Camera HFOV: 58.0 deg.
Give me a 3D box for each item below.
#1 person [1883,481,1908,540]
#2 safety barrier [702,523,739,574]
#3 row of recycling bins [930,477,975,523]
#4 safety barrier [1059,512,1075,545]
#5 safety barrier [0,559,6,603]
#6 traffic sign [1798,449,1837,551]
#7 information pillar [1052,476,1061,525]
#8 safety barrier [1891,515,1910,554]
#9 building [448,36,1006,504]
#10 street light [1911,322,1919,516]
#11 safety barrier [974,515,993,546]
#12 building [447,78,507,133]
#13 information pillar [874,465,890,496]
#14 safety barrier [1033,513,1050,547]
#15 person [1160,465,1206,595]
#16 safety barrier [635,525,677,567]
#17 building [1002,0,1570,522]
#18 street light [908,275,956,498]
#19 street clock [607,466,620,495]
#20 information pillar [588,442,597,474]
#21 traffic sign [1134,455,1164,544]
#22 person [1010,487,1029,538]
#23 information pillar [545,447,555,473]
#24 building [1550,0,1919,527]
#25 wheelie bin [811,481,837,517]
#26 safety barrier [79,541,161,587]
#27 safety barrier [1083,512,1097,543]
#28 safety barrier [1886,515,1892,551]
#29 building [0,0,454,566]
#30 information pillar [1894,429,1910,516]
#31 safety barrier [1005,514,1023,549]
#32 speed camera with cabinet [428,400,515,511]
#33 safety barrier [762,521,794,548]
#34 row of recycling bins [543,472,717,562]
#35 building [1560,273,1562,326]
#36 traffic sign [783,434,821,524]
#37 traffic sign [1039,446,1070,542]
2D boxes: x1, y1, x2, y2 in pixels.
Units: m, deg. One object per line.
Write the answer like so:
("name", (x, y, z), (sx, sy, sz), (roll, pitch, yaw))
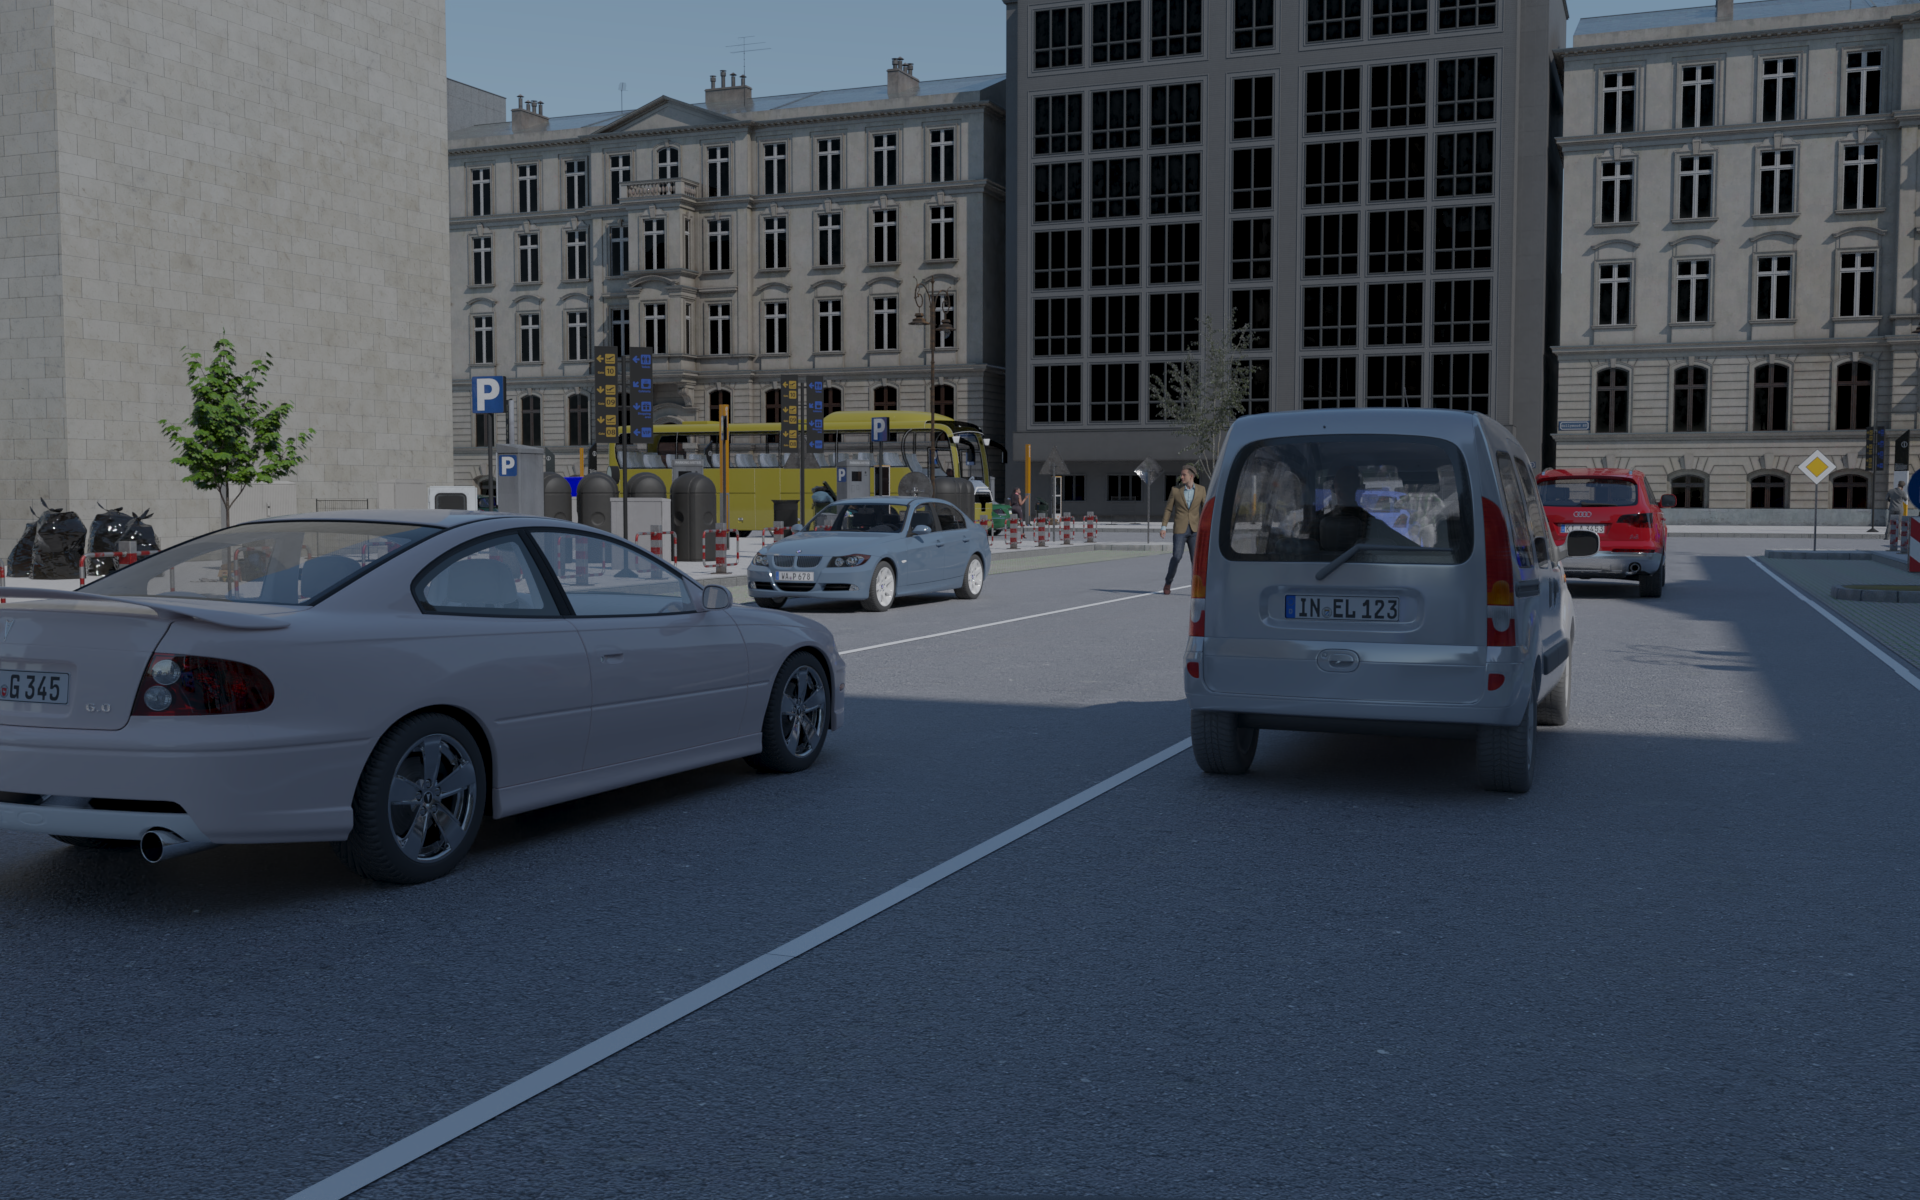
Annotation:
("person", (29.208, -2.799, 54.068), (0.655, 1.846, 0.447), (3, 5, 42))
("safety barrier", (-3.824, -0.822, 27.721), (0.300, 0.817, 1.120), (1, 4, 22))
("row of recycling bins", (-0.193, -2.172, 42.626), (1.069, 1.692, 3.534), (0, 4, 8))
("safety barrier", (2.702, -1.803, 43.759), (0.300, 0.817, 1.120), (1, 4, 22))
("safety barrier", (-8.905, -0.059, 15.247), (0.300, 0.817, 1.120), (1, 4, 22))
("traffic sign", (19.222, -2.156, 38.896), (0.795, 2.450, 0.064), (1, 4, 22))
("information pillar", (4.024, -4.141, 72.197), (0.304, 2.012, 0.304), (-2, 4, -24))
("safety barrier", (20.181, -1.389, 36.980), (0.300, 0.817, 1.120), (1, 4, 22))
("building", (-12.621, -16.721, 92.466), (34.723, 24.649, 14.460), (1, 4, 22))
("street light", (20.746, -3.942, 37.232), (0.468, 5.910, 1.993), (1, 4, 22))
("safety barrier", (0.527, -1.476, 38.407), (0.300, 0.817, 1.120), (1, 4, 22))
("building", (-38.460, -17.363, 101.904), (19.932, 24.808, 12.078), (1, 4, 22))
("information pillar", (-2.003, -2.449, 44.541), (0.304, 2.012, 0.304), (-3, 5, -40))
("safety barrier", (1.981, -1.694, 41.973), (0.300, 0.817, 1.120), (1, 4, 22))
("person", (3.153, -0.979, 24.416), (0.656, 1.842, 0.836), (-2, 4, -34))
("safety barrier", (-4.547, -0.713, 25.940), (0.300, 0.817, 1.120), (1, 4, 22))
("building", (15.195, -17.580, 80.936), (24.014, 27.812, 14.314), (1, 4, 22))
("street light", (-0.578, -3.912, 36.746), (0.468, 5.910, 1.993), (1, 4, 22))
("street clock", (-8.905, -2.443, 44.518), (0.358, 2.002, 0.471), (-2, 4, -27))
("information pillar", (-16.215, -5.209, 76.516), (0.183, 3.616, 0.504), (2, 4, 35))
("traffic sign", (4.875, -2.513, 44.737), (0.795, 2.450, 0.064), (1, 4, 22))
("person", (1.911, -2.813, 55.960), (0.593, 1.643, 0.415), (0, 4, -2))
("information pillar", (-20.386, -5.798, 86.152), (0.504, 3.616, 0.183), (-2, 4, -34))
("building", (42.529, -15.365, 70.306), (34.723, 24.649, 14.460), (1, 4, 22))
("wheelie bin", (-3.270, -2.084, 41.988), (0.693, 1.594, 0.980), (-1, 4, -10))
("safety barrier", (-8.177, -0.169, 17.034), (0.300, 0.817, 1.120), (1, 4, 22))
("safety barrier", (3.426, -1.912, 45.534), (0.300, 0.817, 1.120), (1, 4, 22))
("safety barrier", (20.908, -1.498, 38.765), (0.300, 0.817, 1.120), (1, 4, 22))
("building", (-21.405, -11.191, 37.728), (16.860, 20.320, 10.420), (1, 4, 22))
("information pillar", (33.982, -4.352, 62.504), (0.183, 3.616, 0.504), (-3, 4, -39))
("safety barrier", (1.246, -1.585, 40.185), (0.300, 0.817, 1.120), (1, 4, 22))
("speed camera with cabinet", (-10.077, -2.564, 36.260), (2.038, 3.252, 0.660), (-1, 4, -15))
("safety barrier", (-3.091, -0.932, 29.513), (0.300, 0.817, 1.120), (1, 4, 22))
("row of recycling bins", (-6.330, -1.556, 32.561), (3.534, 1.692, 1.069), (-1, 4, -21))
("building", (72.615, -27.980, 229.175), (14.107, 30.474, 14.160), (1, 4, 22))
("traffic sign", (-3.338, -2.230, 36.471), (0.884, 2.594, 0.081), (1, 4, 23))
("traffic sign", (2.524, -2.841, 46.455), (0.884, 2.594, 0.081), (2, 4, 24))
